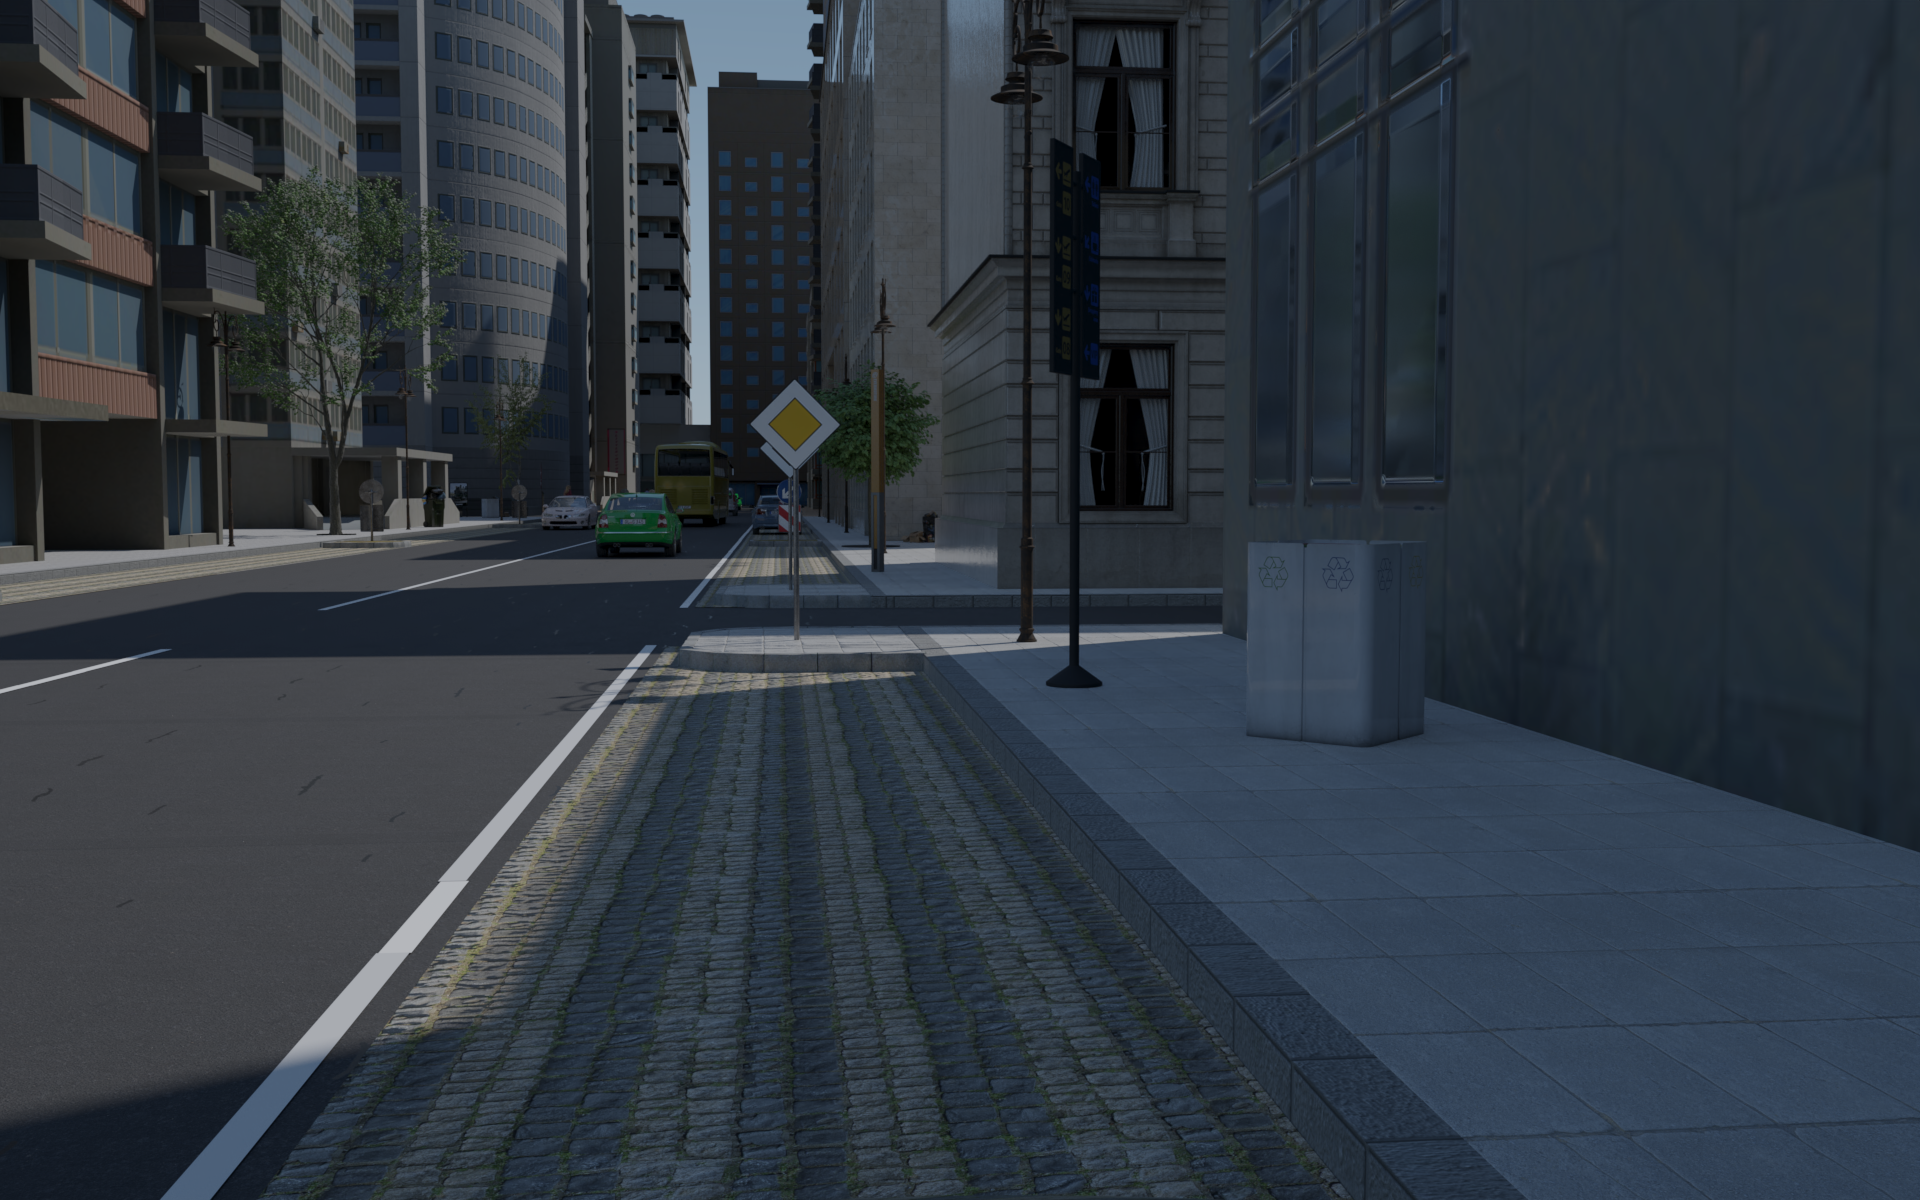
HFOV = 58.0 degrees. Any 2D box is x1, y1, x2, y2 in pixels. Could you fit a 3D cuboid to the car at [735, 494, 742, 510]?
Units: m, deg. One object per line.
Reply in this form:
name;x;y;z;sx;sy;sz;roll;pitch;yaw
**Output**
car;-20.382;-8.892;154.184;1.959;1.807;4.718;0;4;-5

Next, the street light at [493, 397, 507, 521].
street light;-21.967;-6.731;82.831;0.468;5.910;1.993;0;4;-6

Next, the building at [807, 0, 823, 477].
building;-0.285;-29.122;130.771;22.147;44.769;28.867;0;4;-6

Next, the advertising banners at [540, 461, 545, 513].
advertising banners;-22.638;-5.973;93.849;0.090;3.025;2.074;-1;4;-10

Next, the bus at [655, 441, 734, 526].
bus;-12.224;-5.414;80.061;2.896;3.916;12.252;0;4;-4

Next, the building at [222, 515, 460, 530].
building;-37.497;-22.945;67.031;32.217;40.220;23.993;0;4;-6

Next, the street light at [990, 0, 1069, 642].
street light;0.580;-2.574;14.876;0.468;5.910;1.993;0;4;-6

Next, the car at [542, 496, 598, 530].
car;-15.879;-3.568;70.696;2.083;1.381;4.827;0;4;-5

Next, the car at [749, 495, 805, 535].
car;-6.559;-3.060;62.028;2.014;1.417;4.499;0;4;-6

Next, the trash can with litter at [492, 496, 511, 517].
trash can with litter;-25.471;-5.174;95.989;1.055;1.170;0.624;-3;5;-41

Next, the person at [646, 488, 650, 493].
person;-20.790;-6.533;115.189;0.709;1.838;0.599;0;4;-4

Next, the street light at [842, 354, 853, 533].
street light;-3.754;-5.159;57.130;0.468;5.910;1.993;0;4;-6

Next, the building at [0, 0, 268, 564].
building;-27.423;-23.166;33.383;22.147;44.769;28.867;0;4;-6

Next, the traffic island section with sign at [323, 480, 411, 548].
traffic island section with sign;-15.864;-2.317;46.511;1.989;1.847;2.006;0;4;-6

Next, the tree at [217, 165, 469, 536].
tree;-19.439;-7.838;53.914;9.928;11.665;9.643;0;3;0

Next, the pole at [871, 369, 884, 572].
pole;-1.355;-2.116;28.443;0.158;3.312;0.155;0;3;0

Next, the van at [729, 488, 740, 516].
van;-15.533;-6.559;114.257;2.013;2.044;4.112;0;4;-5

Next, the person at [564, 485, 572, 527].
person;-17.285;-4.157;76.438;0.573;1.828;0.580;-2;4;-34

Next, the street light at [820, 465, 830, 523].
street light;-5.862;-6.374;77.009;0.468;5.910;1.993;0;4;-6

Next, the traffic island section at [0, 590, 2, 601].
traffic island section;-13.625;0.017;22.007;2.009;0.180;2.903;0;4;-6

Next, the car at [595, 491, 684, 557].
car;-7.528;-1.960;40.835;1.959;1.807;4.718;0;4;-6

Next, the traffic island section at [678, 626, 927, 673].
traffic island section;-1.416;0.430;15.244;2.009;0.180;2.903;0;4;-6

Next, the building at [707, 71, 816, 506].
building;-19.755;-32.884;187.768;14.200;45.320;14.600;0;4;-6

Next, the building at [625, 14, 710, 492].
building;-41.320;-36.872;192.091;27.495;52.752;28.713;0;4;-6

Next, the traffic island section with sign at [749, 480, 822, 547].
traffic island section with sign;-4.810;-2.389;47.683;1.989;1.847;2.006;0;4;-6

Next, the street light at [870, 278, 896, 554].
street light;-1.652;-3.943;37.251;0.468;5.910;1.993;0;4;-6

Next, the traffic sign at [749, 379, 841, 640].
traffic sign;-1.439;-0.705;15.165;0.795;2.450;0.064;0;4;-6

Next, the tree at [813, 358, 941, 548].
tree;-2.095;-3.567;42.034;4.285;4.588;4.351;0;3;0

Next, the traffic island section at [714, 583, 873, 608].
traffic island section;-2.245;-0.055;23.186;2.009;0.180;2.903;0;4;-6

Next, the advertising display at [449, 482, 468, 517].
advertising display;-27.752;-5.545;95.879;0.974;1.923;0.123;-1;4;-18

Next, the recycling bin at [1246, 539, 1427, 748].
recycling bin;2.003;0.204;9.213;0.722;1.027;0.722;3;5;39

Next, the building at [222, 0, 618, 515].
building;-43.782;-27.110;135.123;32.217;40.220;23.993;0;4;-6

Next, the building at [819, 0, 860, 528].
building;3.495;-16.946;81.585;19.350;26.468;34.151;0;4;-6

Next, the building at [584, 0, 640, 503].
building;-41.196;-32.776;159.586;21.600;48.544;21.300;0;4;-6

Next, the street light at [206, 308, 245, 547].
street light;-17.790;-4.240;42.107;0.468;5.910;1.993;0;4;-6

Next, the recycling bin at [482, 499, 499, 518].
recycling bin;-25.136;-4.903;92.716;0.722;1.027;0.722;-3;4;-36

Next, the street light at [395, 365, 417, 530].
street light;-19.835;-5.462;62.093;0.468;5.910;1.993;0;4;-6

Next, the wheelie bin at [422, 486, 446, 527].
wheelie bin;-20.269;-3.605;66.853;0.693;1.594;0.980;2;4;34

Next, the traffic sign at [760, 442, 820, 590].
traffic sign;-2.268;-1.190;23.107;0.795;2.450;0.064;0;4;-6

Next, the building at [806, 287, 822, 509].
building;-0.106;-19.293;160.484;27.650;21.520;28.899;0;4;-6

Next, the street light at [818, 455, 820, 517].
street light;-7.875;-7.591;96.897;0.468;5.910;1.993;0;4;-6

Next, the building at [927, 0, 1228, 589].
building;9.036;-10.016;28.390;19.286;19.102;10.561;0;4;-6

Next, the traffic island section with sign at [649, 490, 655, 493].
traffic island section with sign;-26.735;-8.686;150.640;1.989;1.847;2.006;0;4;-6

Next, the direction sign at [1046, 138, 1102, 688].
direction sign;0.765;-1.193;11.507;0.379;3.537;0.876;2;4;24

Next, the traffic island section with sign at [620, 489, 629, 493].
traffic island section with sign;-23.938;-7.046;123.830;1.989;1.847;2.006;0;4;-6

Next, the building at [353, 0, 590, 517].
building;-35.697;-34.639;108.344;21.231;58.520;28.212;0;4;-6

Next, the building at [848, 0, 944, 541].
building;1.980;-12.277;55.477;10.420;20.320;16.860;0;4;-6

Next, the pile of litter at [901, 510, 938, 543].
pile of litter;-1.040;-1.966;46.116;1.176;0.858;1.719;1;4;19

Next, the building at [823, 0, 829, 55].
building;-1.465;-28.068;109.021;14.600;45.320;14.200;0;4;-6

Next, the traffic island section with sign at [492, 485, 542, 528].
traffic island section with sign;-18.656;-3.957;73.322;1.989;1.847;2.006;0;4;-6

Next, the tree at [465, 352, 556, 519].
tree;-22.933;-8.468;88.809;4.737;8.622;4.395;0;3;0
